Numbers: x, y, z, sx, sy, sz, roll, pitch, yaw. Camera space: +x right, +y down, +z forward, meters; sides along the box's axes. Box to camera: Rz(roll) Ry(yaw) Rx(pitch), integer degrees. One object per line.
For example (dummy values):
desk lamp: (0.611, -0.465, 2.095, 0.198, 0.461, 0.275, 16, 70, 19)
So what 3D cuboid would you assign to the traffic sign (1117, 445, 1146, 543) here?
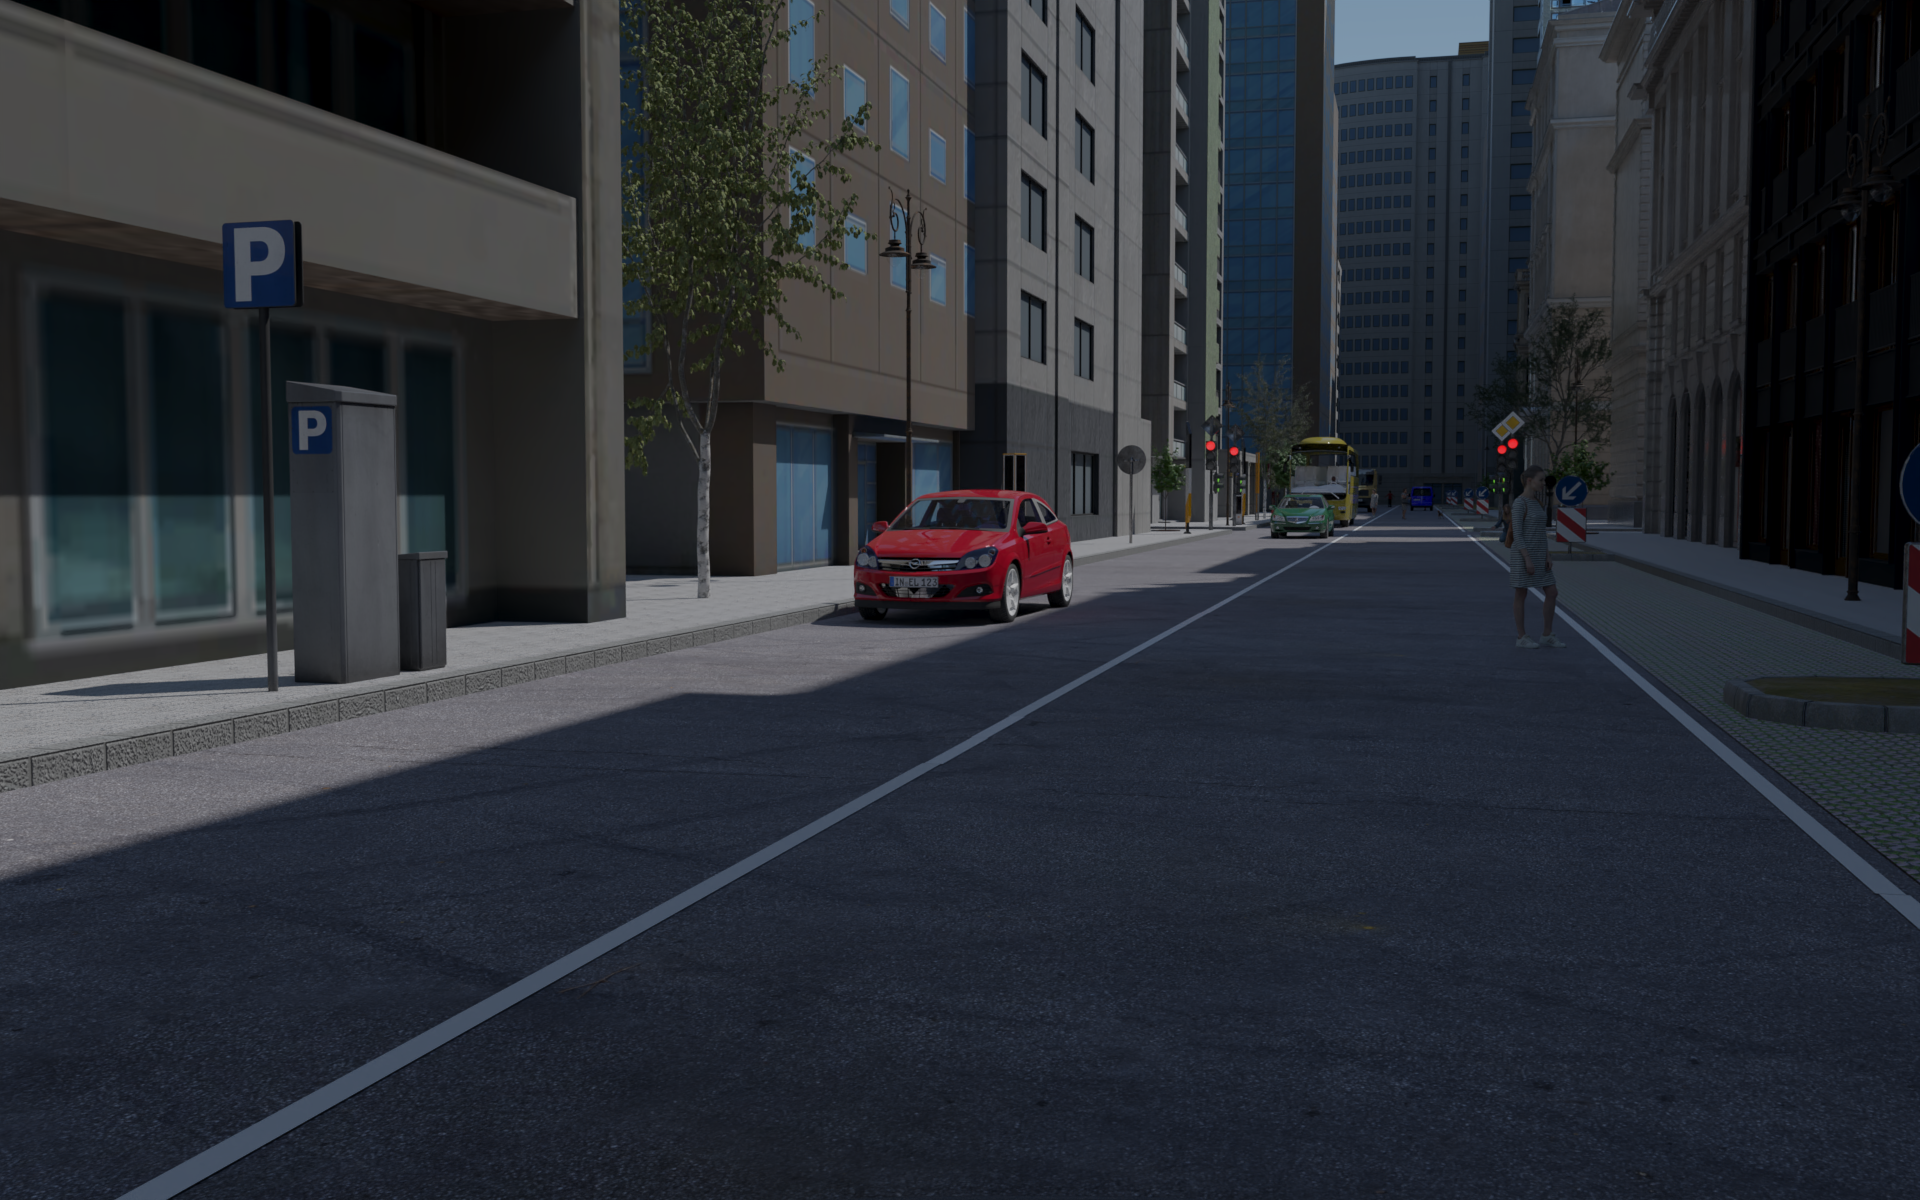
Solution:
traffic sign: (4.443, -2.745, 44.991, 0.768, 2.556, 0.104, 1, 4, 17)

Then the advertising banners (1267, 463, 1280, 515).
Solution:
advertising banners: (17.687, -6.210, 97.723, 0.090, 3.025, 2.074, -1, 4, -9)

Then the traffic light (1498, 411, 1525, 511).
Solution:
traffic light: (18.687, -4.268, 58.710, 0.839, 4.253, 0.868, 1, 4, 15)

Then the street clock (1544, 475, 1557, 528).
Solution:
street clock: (22.617, -3.785, 66.461, 0.471, 2.002, 0.358, 0, 4, 6)

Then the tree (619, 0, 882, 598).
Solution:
tree: (-3.104, -4.341, 21.343, 4.737, 8.622, 4.395, 0, 3, 0)

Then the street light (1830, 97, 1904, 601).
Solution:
street light: (10.756, -2.930, 20.693, 0.468, 5.910, 1.993, 1, 4, 15)

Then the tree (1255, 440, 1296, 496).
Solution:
tree: (18.850, -7.146, 100.547, 4.285, 4.588, 4.351, 0, 3, 0)

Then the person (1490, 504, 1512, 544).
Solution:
person: (15.636, -2.148, 49.113, 1.012, 1.151, 0.738, 2, 4, 29)

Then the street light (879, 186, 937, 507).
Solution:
street light: (-0.781, -3.279, 26.398, 0.468, 5.910, 1.993, 1, 4, 15)

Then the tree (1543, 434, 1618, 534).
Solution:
tree: (19.932, -3.729, 55.572, 1.663, 3.219, 1.824, 0, 3, 0)

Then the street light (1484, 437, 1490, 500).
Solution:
street light: (41.911, -10.095, 137.846, 0.468, 5.910, 1.993, 1, 4, 15)

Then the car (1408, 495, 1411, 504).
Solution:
car: (55.586, -12.306, 213.208, 2.014, 1.417, 4.499, 1, 4, 17)

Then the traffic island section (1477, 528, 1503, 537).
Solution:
traffic island section: (18.723, -2.234, 58.814, 2.009, 0.180, 2.903, 1, 4, 15)

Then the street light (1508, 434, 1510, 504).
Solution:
street light: (32.063, -7.844, 101.041, 0.468, 5.910, 1.993, 1, 4, 15)

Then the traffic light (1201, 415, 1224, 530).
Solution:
traffic light: (8.909, -4.426, 61.281, 0.839, 4.253, 0.868, 1, 4, 15)

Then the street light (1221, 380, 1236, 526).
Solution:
street light: (10.856, -5.952, 70.099, 0.468, 5.910, 1.993, 1, 4, 15)

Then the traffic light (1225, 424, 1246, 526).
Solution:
traffic light: (10.960, -4.898, 69.000, 0.839, 4.253, 0.868, 1, 4, 15)

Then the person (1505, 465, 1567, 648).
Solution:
person: (5.323, -0.406, 16.148, 0.512, 1.701, 0.522, -3, 5, -42)

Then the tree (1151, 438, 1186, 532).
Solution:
tree: (7.121, -3.973, 59.565, 1.663, 3.219, 1.824, 0, 3, 0)

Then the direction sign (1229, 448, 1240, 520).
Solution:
direction sign: (13.358, -5.660, 84.536, 0.876, 3.537, 0.379, -3, 5, -42)

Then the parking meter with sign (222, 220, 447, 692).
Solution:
parking meter with sign: (-4.229, -0.961, 11.967, 0.543, 3.016, 1.738, 1, 4, 17)

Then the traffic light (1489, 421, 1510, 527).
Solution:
traffic light: (20.737, -4.741, 66.428, 0.839, 4.253, 0.868, 1, 4, 15)

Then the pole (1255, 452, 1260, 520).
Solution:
pole: (14.543, -5.558, 84.720, 0.158, 3.312, 0.155, 0, 3, 0)

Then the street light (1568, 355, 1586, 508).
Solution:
street light: (20.563, -5.202, 57.839, 0.468, 5.910, 1.993, 1, 4, 15)

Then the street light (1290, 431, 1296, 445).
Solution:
street light: (20.548, -8.205, 106.946, 0.468, 5.910, 1.993, 1, 4, 15)

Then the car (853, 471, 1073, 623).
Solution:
car: (0.119, -0.719, 20.804, 2.155, 1.783, 4.494, 1, 4, 16)

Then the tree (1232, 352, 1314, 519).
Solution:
tree: (16.167, -8.557, 90.275, 4.360, 8.622, 3.978, 0, 3, 0)

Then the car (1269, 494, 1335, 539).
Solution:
car: (11.366, -2.785, 57.333, 2.131, 1.459, 4.920, 1, 4, 16)

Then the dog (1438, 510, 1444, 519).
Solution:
dog: (27.605, -4.907, 99.519, 0.540, 0.507, 0.406, 3, 5, 42)

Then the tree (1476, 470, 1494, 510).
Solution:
tree: (42.884, -8.961, 141.115, 1.663, 3.219, 1.824, 0, 3, 0)

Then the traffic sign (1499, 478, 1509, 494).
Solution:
traffic sign: (32.100, -6.200, 102.552, 0.795, 2.450, 0.064, 1, 4, 20)

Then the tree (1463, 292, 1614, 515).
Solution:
tree: (27.772, -8.961, 80.918, 8.767, 10.594, 7.601, 0, 4, -7)

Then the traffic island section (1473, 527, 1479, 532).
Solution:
traffic island section: (20.773, -2.707, 66.532, 2.009, 0.180, 2.903, 1, 4, 15)
